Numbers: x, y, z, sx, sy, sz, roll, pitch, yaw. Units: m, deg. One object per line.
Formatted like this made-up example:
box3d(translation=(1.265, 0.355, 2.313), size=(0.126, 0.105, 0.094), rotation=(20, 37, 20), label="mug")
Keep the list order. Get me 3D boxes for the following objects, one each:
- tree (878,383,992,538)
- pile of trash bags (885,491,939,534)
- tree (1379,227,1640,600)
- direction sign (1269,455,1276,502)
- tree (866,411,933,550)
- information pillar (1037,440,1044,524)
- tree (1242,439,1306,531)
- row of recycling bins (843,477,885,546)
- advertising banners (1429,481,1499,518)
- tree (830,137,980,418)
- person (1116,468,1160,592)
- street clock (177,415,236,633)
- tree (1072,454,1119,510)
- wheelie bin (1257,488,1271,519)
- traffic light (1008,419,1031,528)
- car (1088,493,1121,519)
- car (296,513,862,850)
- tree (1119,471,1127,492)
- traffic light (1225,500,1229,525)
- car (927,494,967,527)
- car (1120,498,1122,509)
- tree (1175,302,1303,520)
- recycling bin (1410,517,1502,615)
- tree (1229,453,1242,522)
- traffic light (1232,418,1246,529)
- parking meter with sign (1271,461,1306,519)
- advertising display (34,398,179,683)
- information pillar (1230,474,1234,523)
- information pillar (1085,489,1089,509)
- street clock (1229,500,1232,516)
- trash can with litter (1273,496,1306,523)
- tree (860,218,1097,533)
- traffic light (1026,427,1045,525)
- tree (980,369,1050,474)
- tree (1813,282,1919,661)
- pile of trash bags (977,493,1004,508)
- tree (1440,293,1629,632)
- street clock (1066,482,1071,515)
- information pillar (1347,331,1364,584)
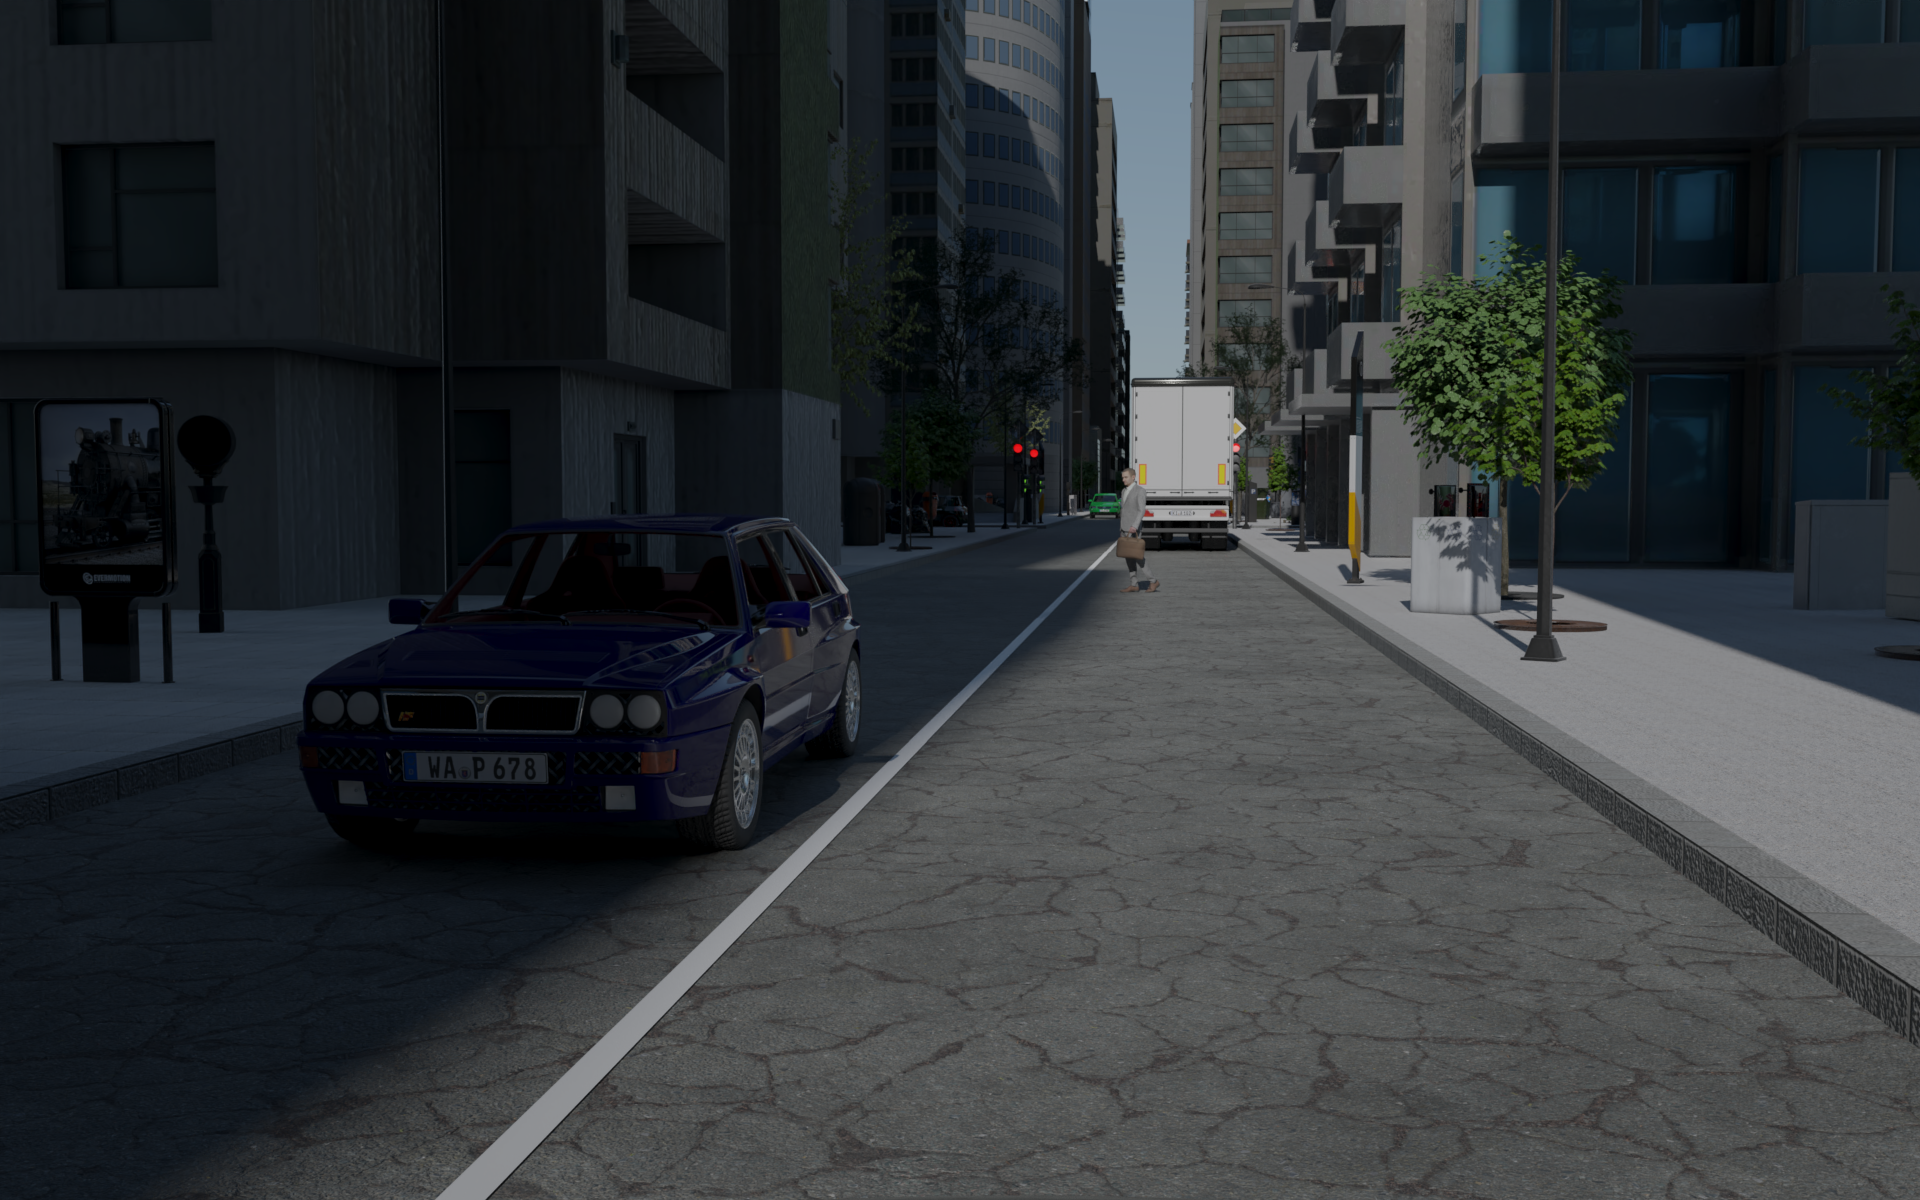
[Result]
box3d(translation=(-0.762, -4.132, 51.267), size=(4.285, 4.588, 4.351), rotation=(0, 3, 0), label="tree")
box3d(translation=(-1.771, -2.877, 56.787), size=(1.912, 1.369, 3.447), rotation=(2, 4, 32), label="pile of trash bags")
box3d(translation=(6.864, -2.317, 21.591), size=(4.285, 4.588, 4.351), rotation=(0, 3, 0), label="tree")
box3d(translation=(18.268, -6.622, 100.263), size=(0.876, 3.537, 0.379), rotation=(-1, 4, -12), label="direction sign")
box3d(translation=(-1.108, -2.803, 40.437), size=(1.663, 3.219, 1.824), rotation=(0, 3, 0), label="tree")
box3d(translation=(3.544, -5.140, 75.387), size=(0.183, 3.616, 0.504), rotation=(-1, 4, -17), label="information pillar")
box3d(translation=(11.125, -4.016, 60.270), size=(1.663, 3.219, 1.824), rotation=(0, 3, 0), label="tree")
box3d(translation=(-2.476, -2.282, 44.423), size=(1.069, 1.692, 3.534), rotation=(0, 4, 1), label="row of recycling bins")
box3d(translation=(7.435, -1.756, 24.900), size=(2.074, 3.025, 0.090), rotation=(-3, 4, -37), label="advertising banners")
box3d(translation=(-2.832, -5.152, 34.591), size=(4.737, 8.622, 4.395), rotation=(0, 3, 0), label="tree")
box3d(translation=(2.504, -1.015, 25.223), size=(0.853, 1.813, 0.709), rotation=(-2, 4, -32), label="person")
box3d(translation=(-6.943, -0.700, 16.010), size=(0.471, 2.002, 0.358), rotation=(-1, 4, -12), label="street clock")
box3d(translation=(9.927, -9.668, 141.778), size=(4.285, 4.588, 4.351), rotation=(0, 3, 0), label="tree")
box3d(translation=(15.277, -4.869, 87.520), size=(0.980, 1.594, 0.693), rotation=(2, 4, 33), label="wheelie bin")
box3d(translation=(2.205, -4.636, 64.727), size=(0.839, 4.253, 0.868), rotation=(0, 4, 7), label="traffic light")
box3d(translation=(8.579, -5.713, 102.209), size=(1.959, 1.807, 4.718), rotation=(0, 4, 6), label="car")
box3d(translation=(-1.568, 0.264, 8.272), size=(1.945, 1.354, 3.894), rotation=(0, 4, 6), label="car")
box3d(translation=(19.671, -14.411, 219.341), size=(4.285, 4.588, 4.351), rotation=(0, 3, 0), label="tree")
box3d(translation=(11.053, -5.065, 71.738), size=(0.839, 4.253, 0.868), rotation=(0, 4, 7), label="traffic light")
box3d(translation=(-1.649, -3.583, 68.368), size=(4.222, 1.686, 2.009), rotation=(0, 4, 7), label="car")
box3d(translation=(16.041, -9.228, 162.873), size=(2.014, 1.417, 4.499), rotation=(1, 4, 9), label="car")
box3d(translation=(13.758, -9.226, 85.261), size=(8.767, 10.594, 7.601), rotation=(0, 4, 7), label="tree")
box3d(translation=(5.377, -0.380, 18.770), size=(0.722, 1.027, 0.722), rotation=(-3, 5, -44), label="recycling bin")
box3d(translation=(13.027, -5.222, 79.983), size=(1.663, 3.219, 1.824), rotation=(0, 3, 0), label="tree")
box3d(translation=(10.113, -4.580, 63.808), size=(0.839, 4.253, 0.868), rotation=(0, 4, 7), label="traffic light")
box3d(translation=(17.225, -5.792, 90.961), size=(1.738, 3.016, 0.543), rotation=(2, 4, 32), label="parking meter with sign")
box3d(translation=(-5.800, -0.402, 11.783), size=(0.974, 1.923, 0.123), rotation=(1, 4, 10), label="advertising display")
box3d(translation=(12.015, -5.181, 76.067), size=(0.183, 3.616, 0.504), rotation=(-1, 4, -15), label="information pillar")
box3d(translation=(10.841, -8.755, 147.636), size=(0.304, 2.012, 0.304), rotation=(0, 4, -4), label="information pillar")
box3d(translation=(15.565, -5.838, 100.022), size=(0.471, 2.002, 0.358), rotation=(2, 4, 35), label="street clock")
box3d(translation=(14.981, -3.996, 76.390), size=(2.233, 1.210, 1.678), rotation=(2, 4, 28), label="trash can with litter")
box3d(translation=(0.462, -7.546, 57.788), size=(8.767, 10.594, 7.601), rotation=(1, 4, 10), label="tree")
box3d(translation=(3.145, -5.121, 72.656), size=(0.839, 4.253, 0.868), rotation=(0, 4, 7), label="traffic light")
box3d(translation=(2.816, -9.115, 99.389), size=(4.737, 8.622, 4.395), rotation=(0, 3, 0), label="tree")
box3d(translation=(7.786, -1.148, 13.376), size=(1.663, 3.219, 1.824), rotation=(0, 3, 0), label="tree")
box3d(translation=(1.765, -5.816, 104.850), size=(1.912, 1.369, 3.447), rotation=(0, 4, -1), label="pile of trash bags")
box3d(translation=(5.709, -1.345, 16.589), size=(1.663, 3.219, 1.824), rotation=(0, 3, 0), label="tree")
box3d(translation=(6.559, -6.132, 104.833), size=(0.358, 2.002, 0.471), rotation=(0, 4, 6), label="street clock")
box3d(translation=(5.656, -2.041, 24.727), size=(0.183, 3.616, 0.504), rotation=(2, 4, 24), label="information pillar")
